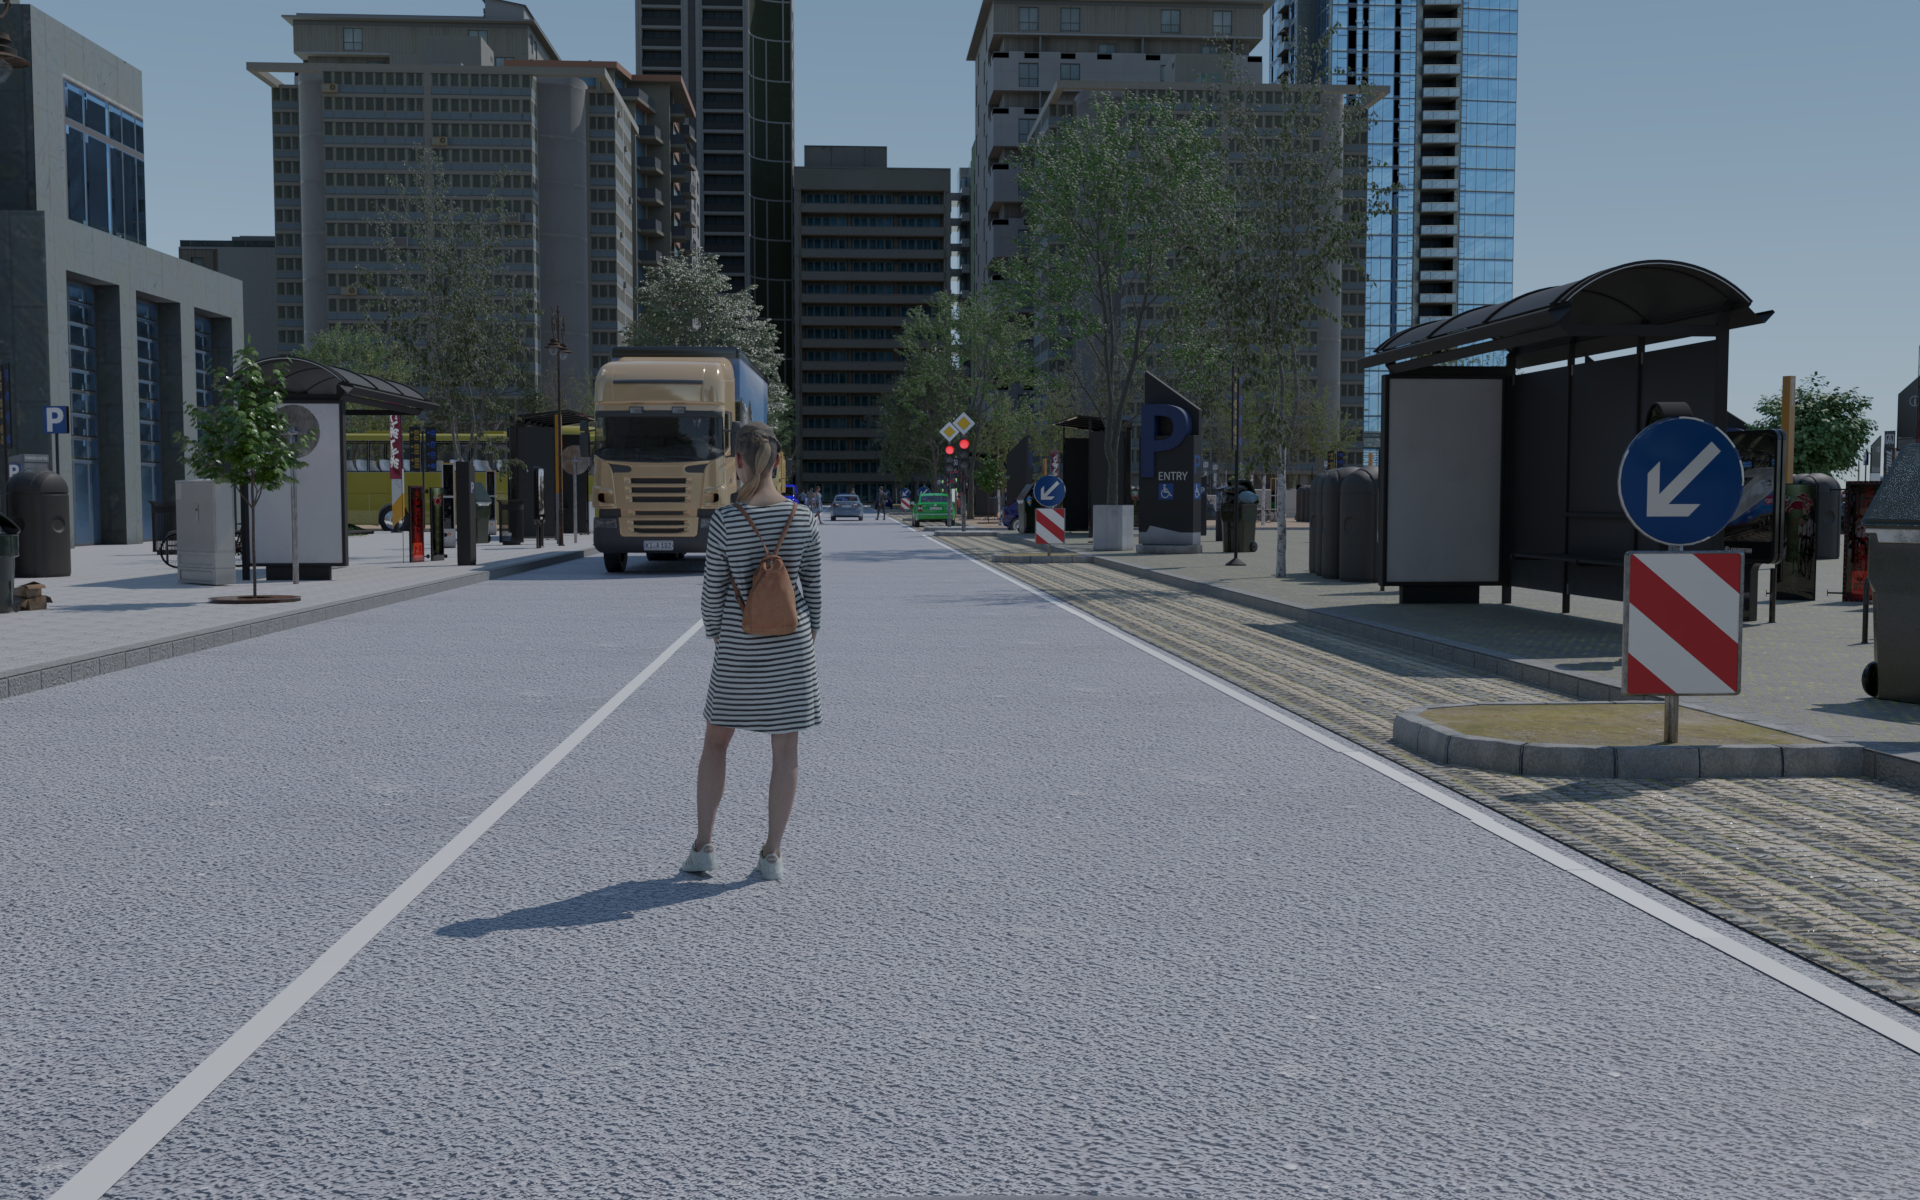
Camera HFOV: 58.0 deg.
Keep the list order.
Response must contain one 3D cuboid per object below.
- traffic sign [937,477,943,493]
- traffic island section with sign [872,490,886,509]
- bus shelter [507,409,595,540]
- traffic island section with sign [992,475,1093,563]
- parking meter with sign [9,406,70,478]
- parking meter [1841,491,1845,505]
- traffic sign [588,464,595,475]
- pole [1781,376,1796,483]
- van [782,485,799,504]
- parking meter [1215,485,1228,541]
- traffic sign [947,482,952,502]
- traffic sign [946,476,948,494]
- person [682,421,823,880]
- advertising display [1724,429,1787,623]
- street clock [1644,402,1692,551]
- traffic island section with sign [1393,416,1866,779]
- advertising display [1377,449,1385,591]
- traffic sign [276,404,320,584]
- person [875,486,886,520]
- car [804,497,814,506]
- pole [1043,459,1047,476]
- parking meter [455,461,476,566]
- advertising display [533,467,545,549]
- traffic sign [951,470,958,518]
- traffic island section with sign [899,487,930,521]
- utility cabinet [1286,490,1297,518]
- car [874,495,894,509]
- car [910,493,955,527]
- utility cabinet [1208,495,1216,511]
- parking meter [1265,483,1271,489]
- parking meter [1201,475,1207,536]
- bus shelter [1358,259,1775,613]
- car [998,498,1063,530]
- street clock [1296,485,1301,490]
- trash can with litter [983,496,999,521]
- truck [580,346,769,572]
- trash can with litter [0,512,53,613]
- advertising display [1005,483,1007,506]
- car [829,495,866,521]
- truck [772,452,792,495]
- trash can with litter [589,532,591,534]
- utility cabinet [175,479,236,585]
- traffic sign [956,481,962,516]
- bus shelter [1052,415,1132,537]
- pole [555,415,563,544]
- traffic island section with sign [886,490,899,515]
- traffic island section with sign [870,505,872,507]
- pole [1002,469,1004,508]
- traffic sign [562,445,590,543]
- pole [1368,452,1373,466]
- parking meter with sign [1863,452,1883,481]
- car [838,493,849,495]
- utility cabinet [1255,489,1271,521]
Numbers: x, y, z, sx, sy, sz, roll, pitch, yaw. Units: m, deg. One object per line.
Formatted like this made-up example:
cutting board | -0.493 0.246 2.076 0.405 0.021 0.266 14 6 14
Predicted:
traffic sign | -1.304 -7.372 120.636 0.768 2.556 0.104 0 4 4
traffic island section with sign | -7.319 -9.846 169.616 1.989 1.847 2.006 0 4 -4
bus shelter | -11.923 -3.662 51.153 1.731 3.624 6.357 0 4 -4
traffic island section with sign | 1.693 -1.705 36.507 1.989 1.847 2.006 0 4 -4
parking meter with sign | -18.066 -2.278 33.506 0.543 3.016 1.738 1 4 14
parking meter | 52.191 -5.734 102.161 0.372 1.533 0.369 0 3 0
traffic sign | -10.191 -3.025 49.468 0.884 2.594 0.081 0 4 6
pole | 14.290 -2.208 29.946 0.158 3.312 0.155 0 3 0
van | -11.337 -6.483 110.386 2.240 2.365 5.245 0 4 -3
parking meter | 7.148 -2.369 47.140 0.372 1.533 0.369 0 3 0
traffic sign | -0.571 -7.226 118.155 0.884 2.594 0.081 0 4 -1
traffic sign | -0.925 -7.402 121.021 0.884 2.594 0.081 0 4 -1
person | -0.751 0.185 6.478 0.512 1.701 0.522 -2 4 -23
advertising display | 7.947 -0.758 17.602 0.123 1.923 0.974 -1 4 -21
street clock | 5.579 -0.558 13.687 0.358 2.002 0.471 0 4 3
traffic island section with sign | 3.525 -0.060 9.614 1.989 1.847 2.006 0 4 -4
advertising display | 5.995 -1.078 22.835 0.974 1.923 0.123 0 4 -4
traffic sign | -9.476 -1.500 24.638 0.768 2.556 0.104 0 4 2
person | -4.359 -5.302 94.966 0.659 1.850 0.755 -3 4 -39
car | -17.913 -12.188 208.870 1.945 1.707 3.694 0 4 -4
pole | 4.850 -6.449 99.290 0.158 3.312 0.155 0 3 0
parking meter | -8.878 -1.555 31.131 0.255 1.863 0.399 0 4 1
advertising display | -9.967 -2.191 41.044 0.123 1.923 0.974 0 4 -6
traffic sign | -0.245 -5.706 93.393 0.768 2.556 0.104 0 4 3
traffic island section with sign | -2.053 -5.092 91.884 1.989 1.847 2.006 0 4 -4
utility cabinet | 17.652 -5.090 91.894 1.173 1.500 0.318 1 4 12
car | -7.242 -9.297 164.589 1.945 1.354 3.894 0 4 -2
car | -1.193 -4.121 76.177 1.959 1.807 4.718 0 4 -4
utility cabinet | 14.141 -5.384 99.188 1.020 1.237 0.306 1 4 15
parking meter | 15.820 -5.086 88.870 0.255 1.863 0.399 -2 4 -35
parking meter | 7.383 -2.914 53.355 0.399 1.863 0.255 -1 4 -22
bus shelter | 5.858 -1.456 17.733 2.014 3.302 5.546 0 4 -4
car | 3.355 -3.045 62.373 3.894 1.354 1.945 0 4 -3
street clock | 25.808 -7.791 131.956 0.471 2.002 0.358 1 4 13
trash can with litter | 1.996 -4.498 84.599 2.233 1.210 1.678 0 4 -6
truck | -5.499 -2.833 35.230 2.839 4.237 11.283 0 4 -2
trash can with litter | -10.454 -0.457 18.857 0.624 1.170 1.055 0 4 7
advertising display | 2.540 -4.700 82.061 0.974 1.923 0.123 3 4 37
car | -6.124 -5.009 93.894 2.014 1.417 4.499 0 4 -3
truck | -8.979 -4.860 75.382 3.469 3.379 9.791 0 4 -5
trash can with litter | -11.837 -2.758 56.144 1.678 1.210 2.233 1 4 21
utility cabinet | -10.697 -0.969 24.518 1.173 1.500 0.318 3 5 42
traffic sign | -0.225 -6.300 103.109 0.768 2.556 0.104 0 4 1
bus shelter | 4.115 -3.862 54.423 1.731 3.624 6.357 0 4 -4
pole | -10.303 -3.099 44.512 0.158 3.312 0.155 0 3 0
traffic island section with sign | -3.877 -6.737 118.778 1.989 1.847 2.006 0 4 -4
traffic island section with sign | -9.156 -11.491 196.509 1.989 1.847 2.006 0 4 -4
pole | 3.512 -9.066 142.067 0.158 3.312 0.155 0 3 0
traffic sign | -10.050 -2.758 45.207 0.768 2.556 0.104 0 4 -1
pole | 19.986 -5.538 84.383 0.158 3.312 0.155 0 3 0
parking meter with sign | 38.459 -4.623 71.846 1.738 3.016 0.543 1 4 15
car | -13.030 -11.253 193.581 1.945 1.707 3.694 0 4 -3
utility cabinet | 14.301 -4.485 82.007 1.173 1.500 0.318 2 4 29
